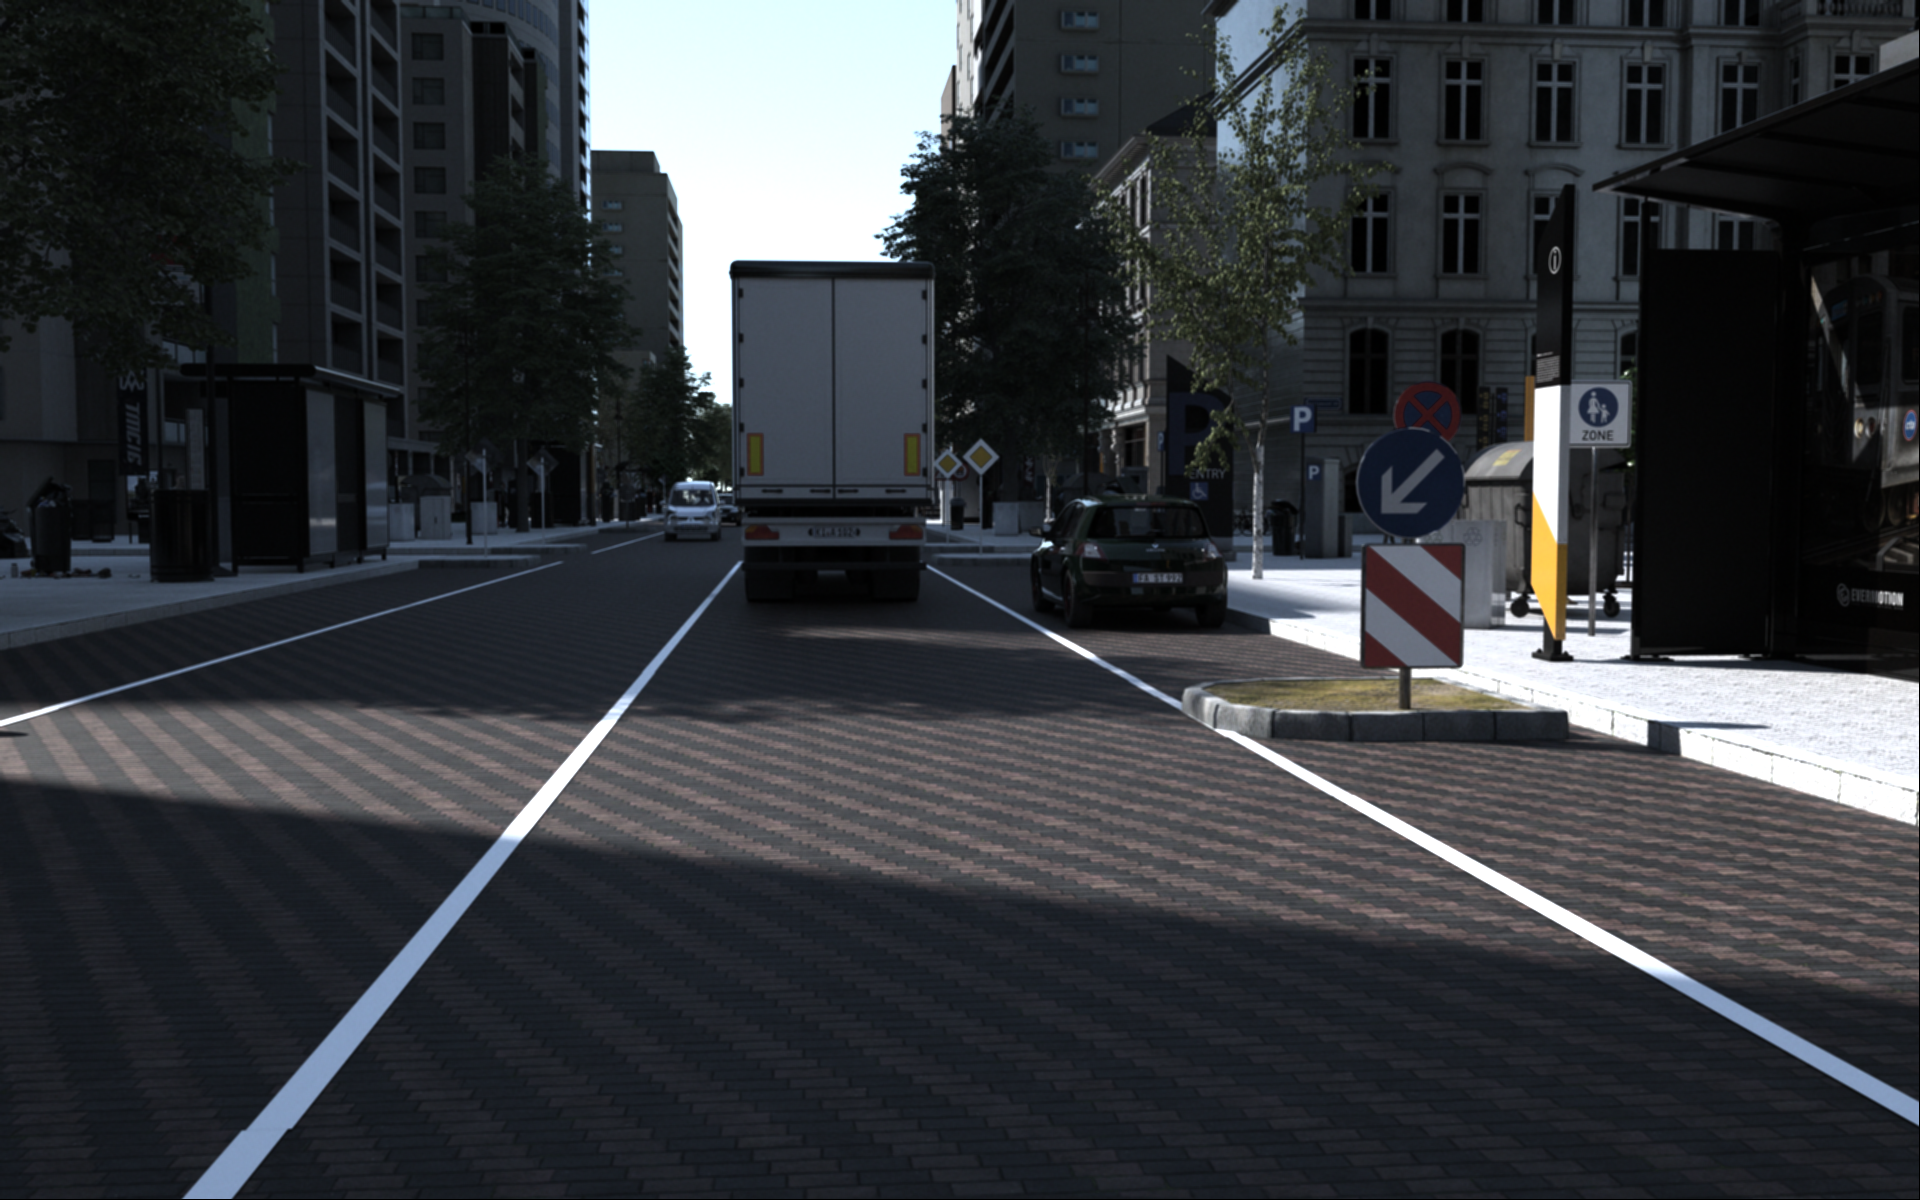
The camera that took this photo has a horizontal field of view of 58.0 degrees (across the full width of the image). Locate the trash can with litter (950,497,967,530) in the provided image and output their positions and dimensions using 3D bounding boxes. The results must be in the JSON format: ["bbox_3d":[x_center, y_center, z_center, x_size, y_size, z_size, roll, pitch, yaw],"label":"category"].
[{"bbox_3d":[-0.068,-3.094,61.971,0.624,1.170,1.055,0,4,3],"label":"trash can with litter"}]

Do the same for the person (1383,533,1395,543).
[{"bbox_3d":[10.329,-1.763,41.591,0.475,1.303,0.640,3,4,38],"label":"person"}]

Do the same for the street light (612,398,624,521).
[{"bbox_3d":[-16.178,-6.691,82.191,0.468,5.910,1.993,0,4,-5],"label":"street light"}]

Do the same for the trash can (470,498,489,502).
[{"bbox_3d":[-16.938,-3.013,60.916,0.748,1.137,0.748,0,3,0],"label":"trash can"}]

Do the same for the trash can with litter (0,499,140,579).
[{"bbox_3d":[-13.748,-0.952,26.626,2.233,1.210,1.678,1,4,15],"label":"trash can with litter"}]

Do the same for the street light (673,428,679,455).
[{"bbox_3d":[-19.511,-8.949,119.108,0.468,5.910,1.993,0,4,-5],"label":"street light"}]

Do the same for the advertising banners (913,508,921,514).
[{"bbox_3d":[-3.358,-7.127,112.718,2.074,3.025,0.090,-2,4,-33],"label":"advertising banners"}]

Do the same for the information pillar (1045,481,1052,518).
[{"bbox_3d":[4.817,-5.477,94.033,0.304,2.012,0.304,2,4,31],"label":"information pillar"}]

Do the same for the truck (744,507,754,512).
[{"bbox_3d":[-16.468,-9.459,144.411,2.967,4.110,18.799,0,4,-4],"label":"truck"}]

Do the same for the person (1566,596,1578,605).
[{"bbox_3d":[7.046,-0.579,20.172,0.373,1.253,0.362,-1,4,-21],"label":"person"}]

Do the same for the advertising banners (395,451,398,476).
[{"bbox_3d":[-22.947,-4.514,69.999,0.090,3.025,2.074,0,4,-4],"label":"advertising banners"}]

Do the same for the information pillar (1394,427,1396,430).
[{"bbox_3d":[13.242,-3.729,52.319,0.183,3.616,0.504,-1,4,-21],"label":"information pillar"}]

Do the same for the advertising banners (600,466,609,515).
[{"bbox_3d":[-22.239,-6.767,106.828,0.090,3.025,2.074,2,4,25],"label":"advertising banners"}]

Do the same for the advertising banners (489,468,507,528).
[{"bbox_3d":[-17.427,-4.221,65.195,0.090,3.025,2.074,0,4,2],"label":"advertising banners"}]

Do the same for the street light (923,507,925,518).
[{"bbox_3d":[-1.644,-6.538,79.684,0.468,5.910,1.993,0,4,-5],"label":"street light"}]

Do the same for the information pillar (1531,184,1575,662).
[{"bbox_3d":[4.581,-1.347,13.386,0.183,3.616,0.504,0,4,-5],"label":"information pillar"}]

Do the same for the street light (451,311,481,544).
[{"bbox_3d":[-12.522,-4.358,44.044,0.468,5.910,1.993,0,4,-5],"label":"street light"}]

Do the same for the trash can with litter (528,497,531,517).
[{"bbox_3d":[-23.752,-5.157,95.707,0.624,1.170,1.055,1,4,11],"label":"trash can with litter"}]

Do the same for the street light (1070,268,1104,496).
[{"bbox_3d":[2.598,-3.846,35.669,0.468,5.910,1.993,0,4,-5],"label":"street light"}]

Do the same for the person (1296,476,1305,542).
[{"bbox_3d":[9.251,-2.422,45.825,0.728,1.800,0.709,-3,4,-39],"label":"person"}]

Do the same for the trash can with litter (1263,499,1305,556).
[{"bbox_3d":[6.873,-1.523,36.295,0.624,1.170,1.055,3,5,42],"label":"trash can with litter"}]

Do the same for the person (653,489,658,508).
[{"bbox_3d":[-28.895,-9.680,165.044,0.721,1.736,1.217,2,4,28],"label":"person"}]

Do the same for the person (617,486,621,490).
[{"bbox_3d":[-19.956,-5.839,101.850,0.599,1.781,0.374,2,4,28],"label":"person"}]

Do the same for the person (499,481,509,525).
[{"bbox_3d":[-18.634,-3.968,71.099,0.592,1.802,0.473,-3,4,-36],"label":"person"}]

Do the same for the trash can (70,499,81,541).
[{"bbox_3d":[-24.298,-2.213,47.841,0.748,1.137,0.748,0,3,0],"label":"trash can"}]

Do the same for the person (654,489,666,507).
[{"bbox_3d":[-29.052,-9.913,168.216,1.348,1.812,0.705,-1,4,-9],"label":"person"}]

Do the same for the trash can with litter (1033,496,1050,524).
[{"bbox_3d":[3.703,-3.875,74.417,2.233,1.210,1.678,2,4,27],"label":"trash can with litter"}]

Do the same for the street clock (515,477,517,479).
[{"bbox_3d":[-19.117,-4.308,75.009,0.358,2.002,0.471,-1,4,-12],"label":"street clock"}]

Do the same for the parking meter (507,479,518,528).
[{"bbox_3d":[-16.751,-3.620,64.893,0.399,1.863,0.255,-1,4,-13],"label":"parking meter"}]

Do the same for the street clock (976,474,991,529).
[{"bbox_3d":[0.858,-3.582,63.137,0.471,2.002,0.358,2,4,28],"label":"street clock"}]

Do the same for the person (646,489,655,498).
[{"bbox_3d":[-31.966,-10.503,177.857,1.348,1.812,0.705,-3,5,-42],"label":"person"}]

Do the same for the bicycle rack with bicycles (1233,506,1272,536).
[{"bbox_3d":[8.929,-2.457,53.559,2.925,0.926,2.852,0,4,-1],"label":"bicycle rack with bicycles"}]

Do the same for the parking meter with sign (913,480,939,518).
[{"bbox_3d":[-1.495,-6.018,94.648,1.738,3.016,0.543,1,4,16],"label":"parking meter with sign"}]

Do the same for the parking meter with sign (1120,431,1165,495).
[{"bbox_3d":[4.815,-3.164,48.000,1.738,3.016,0.543,-1,4,-13],"label":"parking meter with sign"}]

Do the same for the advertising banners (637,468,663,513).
[{"bbox_3d":[-20.855,-7.360,116.519,2.074,3.025,0.090,2,4,28],"label":"advertising banners"}]

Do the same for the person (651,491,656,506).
[{"bbox_3d":[-32.082,-10.610,180.982,0.593,1.643,0.415,-2,4,-25],"label":"person"}]

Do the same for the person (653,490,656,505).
[{"bbox_3d":[-36.256,-12.200,205.526,0.705,1.822,1.348,-3,5,-40],"label":"person"}]

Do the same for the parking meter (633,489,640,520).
[{"bbox_3d":[-15.776,-4.644,84.348,0.372,1.533,0.369,0,3,0],"label":"parking meter"}]

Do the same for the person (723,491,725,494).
[{"bbox_3d":[-27.265,-11.630,199.329,0.721,1.739,1.217,1,4,12],"label":"person"}]

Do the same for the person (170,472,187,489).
[{"bbox_3d":[-14.933,-1.599,33.192,0.522,1.701,0.512,3,5,44],"label":"person"}]

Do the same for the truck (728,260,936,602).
[{"bbox_3d":[-1.989,-2.294,26.425,2.839,4.237,11.283,0,4,-5],"label":"truck"}]

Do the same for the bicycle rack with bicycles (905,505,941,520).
[{"bbox_3d":[-0.615,-4.442,86.011,2.925,0.926,2.852,3,4,36],"label":"bicycle rack with bicycles"}]

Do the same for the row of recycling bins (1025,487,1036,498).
[{"bbox_3d":[2.350,-5.087,90.281,3.534,1.692,1.069,-2,4,-24],"label":"row of recycling bins"}]

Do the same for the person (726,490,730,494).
[{"bbox_3d":[-21.638,-9.354,161.522,1.350,1.814,0.705,-2,4,-23],"label":"person"}]

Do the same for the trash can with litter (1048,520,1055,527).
[{"bbox_3d":[3.899,-3.376,66.586,1.055,1.170,0.624,1,4,22],"label":"trash can with litter"}]

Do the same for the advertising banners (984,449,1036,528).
[{"bbox_3d":[1.844,-4.187,64.639,2.074,3.025,0.090,0,4,1],"label":"advertising banners"}]

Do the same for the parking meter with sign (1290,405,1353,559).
[{"bbox_3d":[7.254,-2.342,34.554,0.543,3.016,1.738,3,5,41],"label":"parking meter with sign"}]

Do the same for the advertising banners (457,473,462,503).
[{"bbox_3d":[-28.613,-6.326,99.623,0.090,3.025,2.074,-2,4,-32],"label":"advertising banners"}]

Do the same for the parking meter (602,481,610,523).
[{"bbox_3d":[-15.969,-4.432,78.177,0.255,1.863,0.399,-2,4,-27],"label":"parking meter"}]

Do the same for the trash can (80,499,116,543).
[{"bbox_3d":[-22.717,-2.089,45.814,0.748,1.137,0.748,0,3,0],"label":"trash can"}]

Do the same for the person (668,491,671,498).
[{"bbox_3d":[-34.869,-12.281,208.298,0.415,1.643,0.593,-3,4,-38],"label":"person"}]
